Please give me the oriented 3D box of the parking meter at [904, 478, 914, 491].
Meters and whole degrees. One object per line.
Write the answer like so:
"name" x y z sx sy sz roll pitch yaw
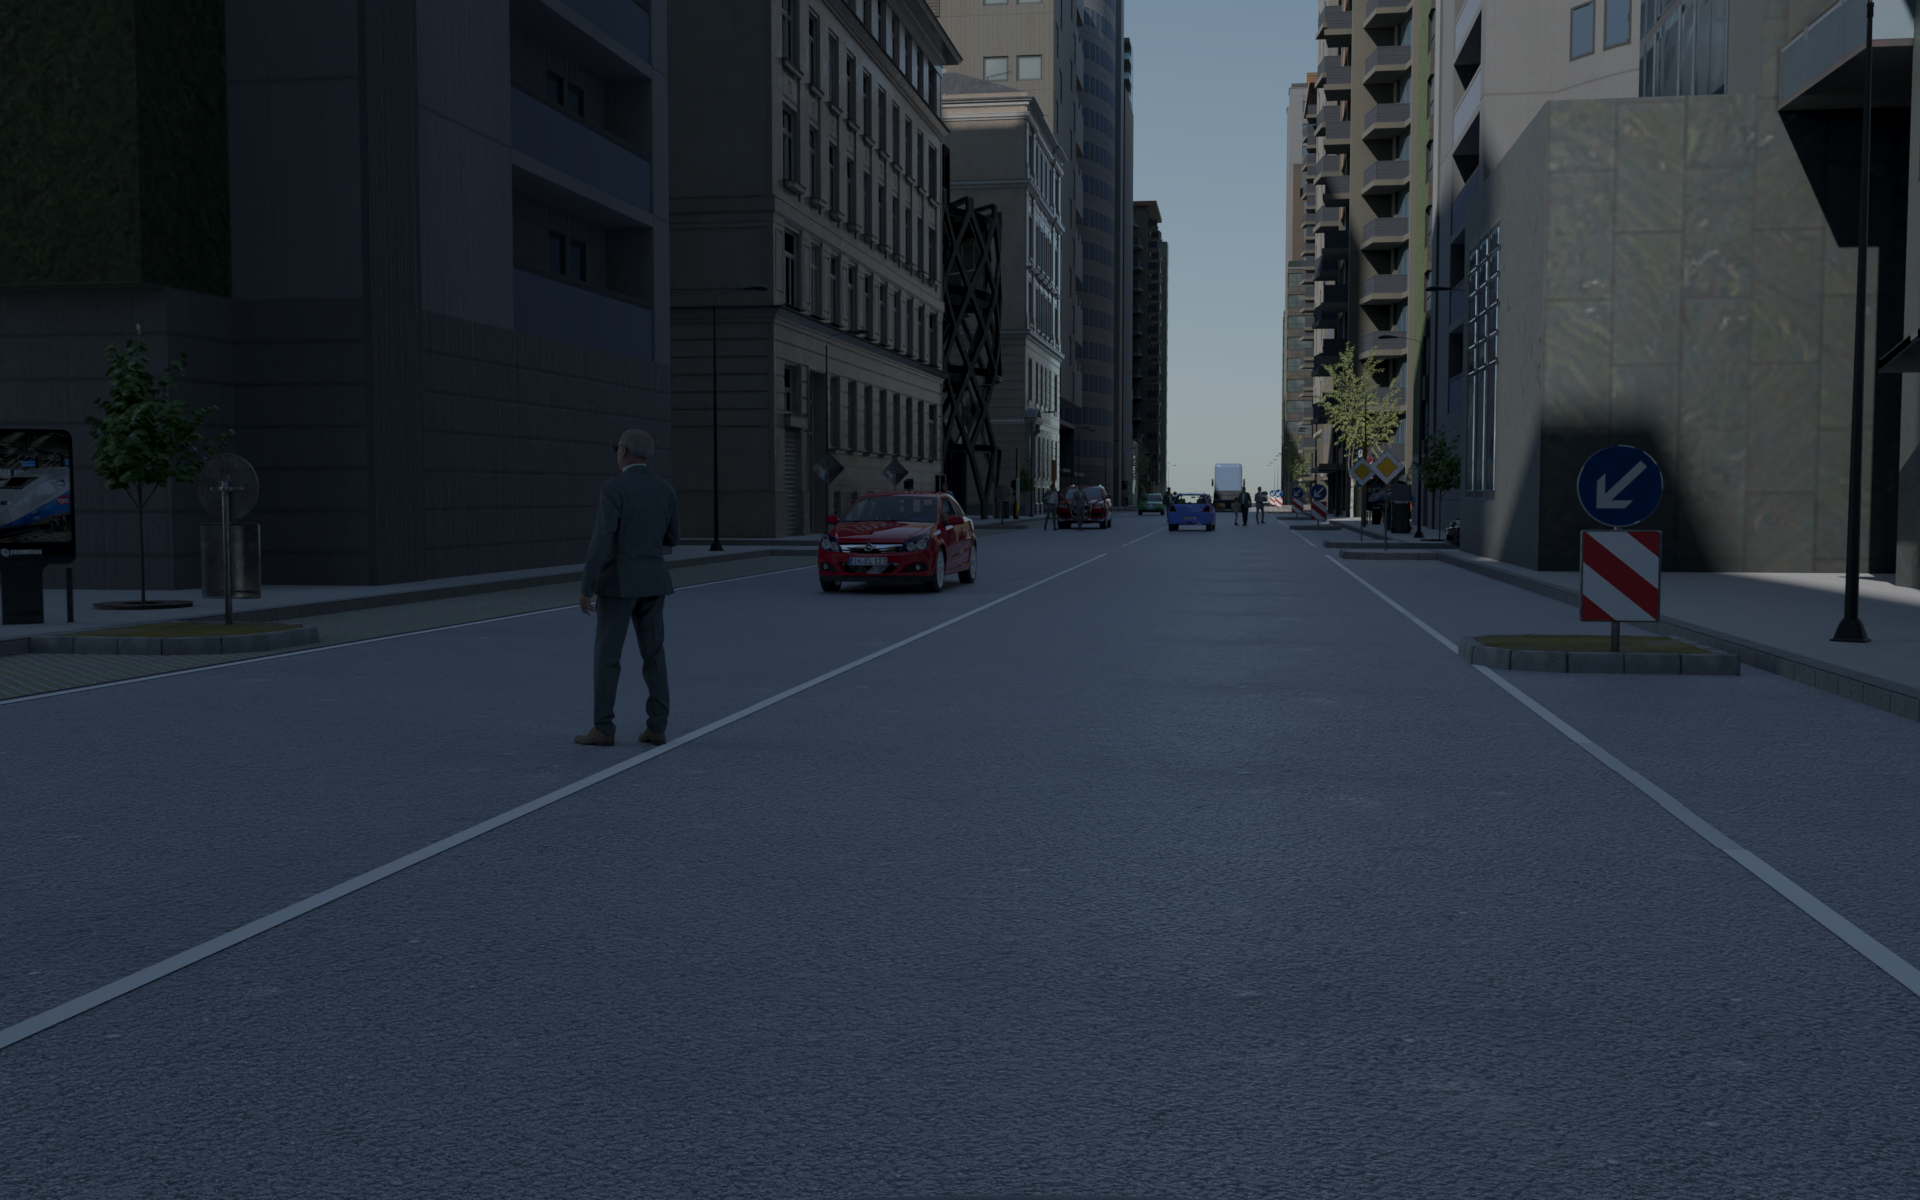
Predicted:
"parking meter" -1.918 -3.604 64.642 0.255 1.863 0.399 2 4 25

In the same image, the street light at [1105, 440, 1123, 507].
"street light" 13.052 -10.793 149.003 1.470 5.913 1.316 1 4 9

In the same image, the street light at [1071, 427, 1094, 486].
"street light" 8.304 -9.034 120.240 1.470 5.913 1.316 1 4 9

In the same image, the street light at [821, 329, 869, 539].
"street light" -3.248 -4.680 49.057 1.470 5.913 1.316 1 4 9

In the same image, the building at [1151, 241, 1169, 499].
"building" 25.468 -36.093 273.719 14.154 41.232 14.086 1 4 9

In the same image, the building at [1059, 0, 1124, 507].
"building" 4.244 -38.222 166.925 21.231 58.520 28.212 1 4 9

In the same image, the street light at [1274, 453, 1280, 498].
"street light" 38.567 -14.395 207.904 1.470 5.913 1.316 1 4 9

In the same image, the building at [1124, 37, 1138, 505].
"building" 12.108 -55.604 221.797 22.319 86.520 31.000 1 4 9

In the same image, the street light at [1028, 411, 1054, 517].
"street light" 4.527 -7.603 96.847 1.470 5.913 1.316 1 4 9

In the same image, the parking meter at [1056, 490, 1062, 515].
"parking meter" 6.171 -6.075 107.730 0.372 1.533 0.369 0 3 0

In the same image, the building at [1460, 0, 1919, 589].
"building" 19.810 -43.226 19.415 22.319 86.520 31.000 1 4 9

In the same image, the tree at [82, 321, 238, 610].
"tree" -9.230 -1.517 19.409 1.663 3.219 1.824 0 3 0

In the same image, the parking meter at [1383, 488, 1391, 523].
"parking meter" 18.954 -4.182 76.787 0.372 1.533 0.369 0 3 0

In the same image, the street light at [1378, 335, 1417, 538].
"street light" 12.894 -4.773 50.583 1.470 5.913 1.316 1 4 9

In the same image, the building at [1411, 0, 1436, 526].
"building" 26.359 -18.446 73.297 14.160 30.474 14.107 1 4 9

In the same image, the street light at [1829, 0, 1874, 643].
"street light" 7.228 -2.597 15.009 1.470 5.913 1.316 1 4 9

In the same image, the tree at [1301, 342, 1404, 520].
"tree" 19.405 -8.200 84.435 4.737 8.622 4.395 0 3 0

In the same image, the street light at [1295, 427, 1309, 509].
"street light" 25.242 -9.372 125.779 1.470 5.913 1.316 1 4 9

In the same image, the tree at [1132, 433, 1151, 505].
"tree" 20.201 -15.250 199.699 4.360 8.622 3.978 0 3 0

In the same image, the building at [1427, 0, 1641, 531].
"building" 29.936 -31.193 52.006 28.212 58.520 21.231 1 4 9

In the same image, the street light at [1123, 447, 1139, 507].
"street light" 16.876 -12.222 172.367 1.470 5.913 1.316 1 4 9

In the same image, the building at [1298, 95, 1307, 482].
"building" 46.591 -32.064 178.868 22.147 44.769 28.867 1 4 9

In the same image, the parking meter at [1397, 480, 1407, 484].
"parking meter" 18.444 -4.070 72.248 0.399 1.863 0.255 0 4 -1

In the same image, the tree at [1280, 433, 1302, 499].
"tree" 39.443 -15.478 203.434 4.737 8.622 4.395 0 3 0

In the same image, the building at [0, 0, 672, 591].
"building" -20.684 -30.032 33.023 28.212 58.520 21.231 1 4 9

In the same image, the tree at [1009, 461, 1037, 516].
"tree" 3.599 -6.495 100.801 1.663 3.219 1.824 0 3 0

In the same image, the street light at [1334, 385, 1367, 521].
"street light" 16.746 -6.202 73.943 1.470 5.913 1.316 1 4 9

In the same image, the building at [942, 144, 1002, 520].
"building" -6.461 -13.533 88.713 16.820 18.784 16.811 1 4 9

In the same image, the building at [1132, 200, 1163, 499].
"building" 17.975 -36.578 252.680 22.147 44.769 28.867 1 4 9

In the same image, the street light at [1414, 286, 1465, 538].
"street light" 11.071 -4.046 38.698 1.470 5.913 1.316 1 4 9

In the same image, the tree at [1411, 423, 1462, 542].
"tree" 13.060 -3.207 47.035 1.663 3.219 1.824 0 3 0

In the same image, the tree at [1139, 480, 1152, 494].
"tree" 22.733 -13.334 212.618 1.663 3.219 1.824 0 3 0

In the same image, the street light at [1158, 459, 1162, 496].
"street light" 26.130 -15.751 230.074 1.470 5.913 1.316 1 4 9

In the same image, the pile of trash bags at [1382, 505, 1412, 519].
"pile of trash bags" 22.186 -4.748 87.379 1.912 1.369 3.447 0 4 -7

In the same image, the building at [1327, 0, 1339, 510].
"building" 35.100 -29.421 131.137 14.600 45.320 14.200 1 4 9

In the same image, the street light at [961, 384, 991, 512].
"street light" 0.633 -6.175 73.494 1.470 5.913 1.316 1 4 9

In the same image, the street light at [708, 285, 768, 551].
"street light" -4.958 -4.049 38.749 1.470 5.913 1.316 1 4 9

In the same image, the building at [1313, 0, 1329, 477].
"building" 45.069 -34.320 150.374 28.713 52.752 27.495 1 4 9

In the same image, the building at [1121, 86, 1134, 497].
"building" 11.377 -32.904 188.092 14.600 45.320 14.200 1 4 9

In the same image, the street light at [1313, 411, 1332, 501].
"street light" 20.673 -7.630 97.290 1.470 5.913 1.316 1 4 9

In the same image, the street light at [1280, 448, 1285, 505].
"street light" 32.974 -12.249 172.804 1.470 5.913 1.316 1 4 9

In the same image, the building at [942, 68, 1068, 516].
"building" -0.649 -19.962 112.285 13.634 28.700 20.117 1 4 9

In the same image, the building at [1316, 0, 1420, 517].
"building" 32.308 -27.345 101.715 22.147 44.769 28.867 1 4 9

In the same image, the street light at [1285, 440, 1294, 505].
"street light" 28.989 -10.802 149.155 1.470 5.913 1.316 1 4 9

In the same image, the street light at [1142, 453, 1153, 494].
"street light" 20.709 -13.652 195.754 1.470 5.913 1.316 1 4 9

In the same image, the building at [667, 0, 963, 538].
"building" -10.218 -14.147 64.585 16.112 22.955 30.059 1 4 9

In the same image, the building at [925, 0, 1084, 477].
"building" -4.457 -33.642 139.284 28.713 52.752 27.495 1 4 9
